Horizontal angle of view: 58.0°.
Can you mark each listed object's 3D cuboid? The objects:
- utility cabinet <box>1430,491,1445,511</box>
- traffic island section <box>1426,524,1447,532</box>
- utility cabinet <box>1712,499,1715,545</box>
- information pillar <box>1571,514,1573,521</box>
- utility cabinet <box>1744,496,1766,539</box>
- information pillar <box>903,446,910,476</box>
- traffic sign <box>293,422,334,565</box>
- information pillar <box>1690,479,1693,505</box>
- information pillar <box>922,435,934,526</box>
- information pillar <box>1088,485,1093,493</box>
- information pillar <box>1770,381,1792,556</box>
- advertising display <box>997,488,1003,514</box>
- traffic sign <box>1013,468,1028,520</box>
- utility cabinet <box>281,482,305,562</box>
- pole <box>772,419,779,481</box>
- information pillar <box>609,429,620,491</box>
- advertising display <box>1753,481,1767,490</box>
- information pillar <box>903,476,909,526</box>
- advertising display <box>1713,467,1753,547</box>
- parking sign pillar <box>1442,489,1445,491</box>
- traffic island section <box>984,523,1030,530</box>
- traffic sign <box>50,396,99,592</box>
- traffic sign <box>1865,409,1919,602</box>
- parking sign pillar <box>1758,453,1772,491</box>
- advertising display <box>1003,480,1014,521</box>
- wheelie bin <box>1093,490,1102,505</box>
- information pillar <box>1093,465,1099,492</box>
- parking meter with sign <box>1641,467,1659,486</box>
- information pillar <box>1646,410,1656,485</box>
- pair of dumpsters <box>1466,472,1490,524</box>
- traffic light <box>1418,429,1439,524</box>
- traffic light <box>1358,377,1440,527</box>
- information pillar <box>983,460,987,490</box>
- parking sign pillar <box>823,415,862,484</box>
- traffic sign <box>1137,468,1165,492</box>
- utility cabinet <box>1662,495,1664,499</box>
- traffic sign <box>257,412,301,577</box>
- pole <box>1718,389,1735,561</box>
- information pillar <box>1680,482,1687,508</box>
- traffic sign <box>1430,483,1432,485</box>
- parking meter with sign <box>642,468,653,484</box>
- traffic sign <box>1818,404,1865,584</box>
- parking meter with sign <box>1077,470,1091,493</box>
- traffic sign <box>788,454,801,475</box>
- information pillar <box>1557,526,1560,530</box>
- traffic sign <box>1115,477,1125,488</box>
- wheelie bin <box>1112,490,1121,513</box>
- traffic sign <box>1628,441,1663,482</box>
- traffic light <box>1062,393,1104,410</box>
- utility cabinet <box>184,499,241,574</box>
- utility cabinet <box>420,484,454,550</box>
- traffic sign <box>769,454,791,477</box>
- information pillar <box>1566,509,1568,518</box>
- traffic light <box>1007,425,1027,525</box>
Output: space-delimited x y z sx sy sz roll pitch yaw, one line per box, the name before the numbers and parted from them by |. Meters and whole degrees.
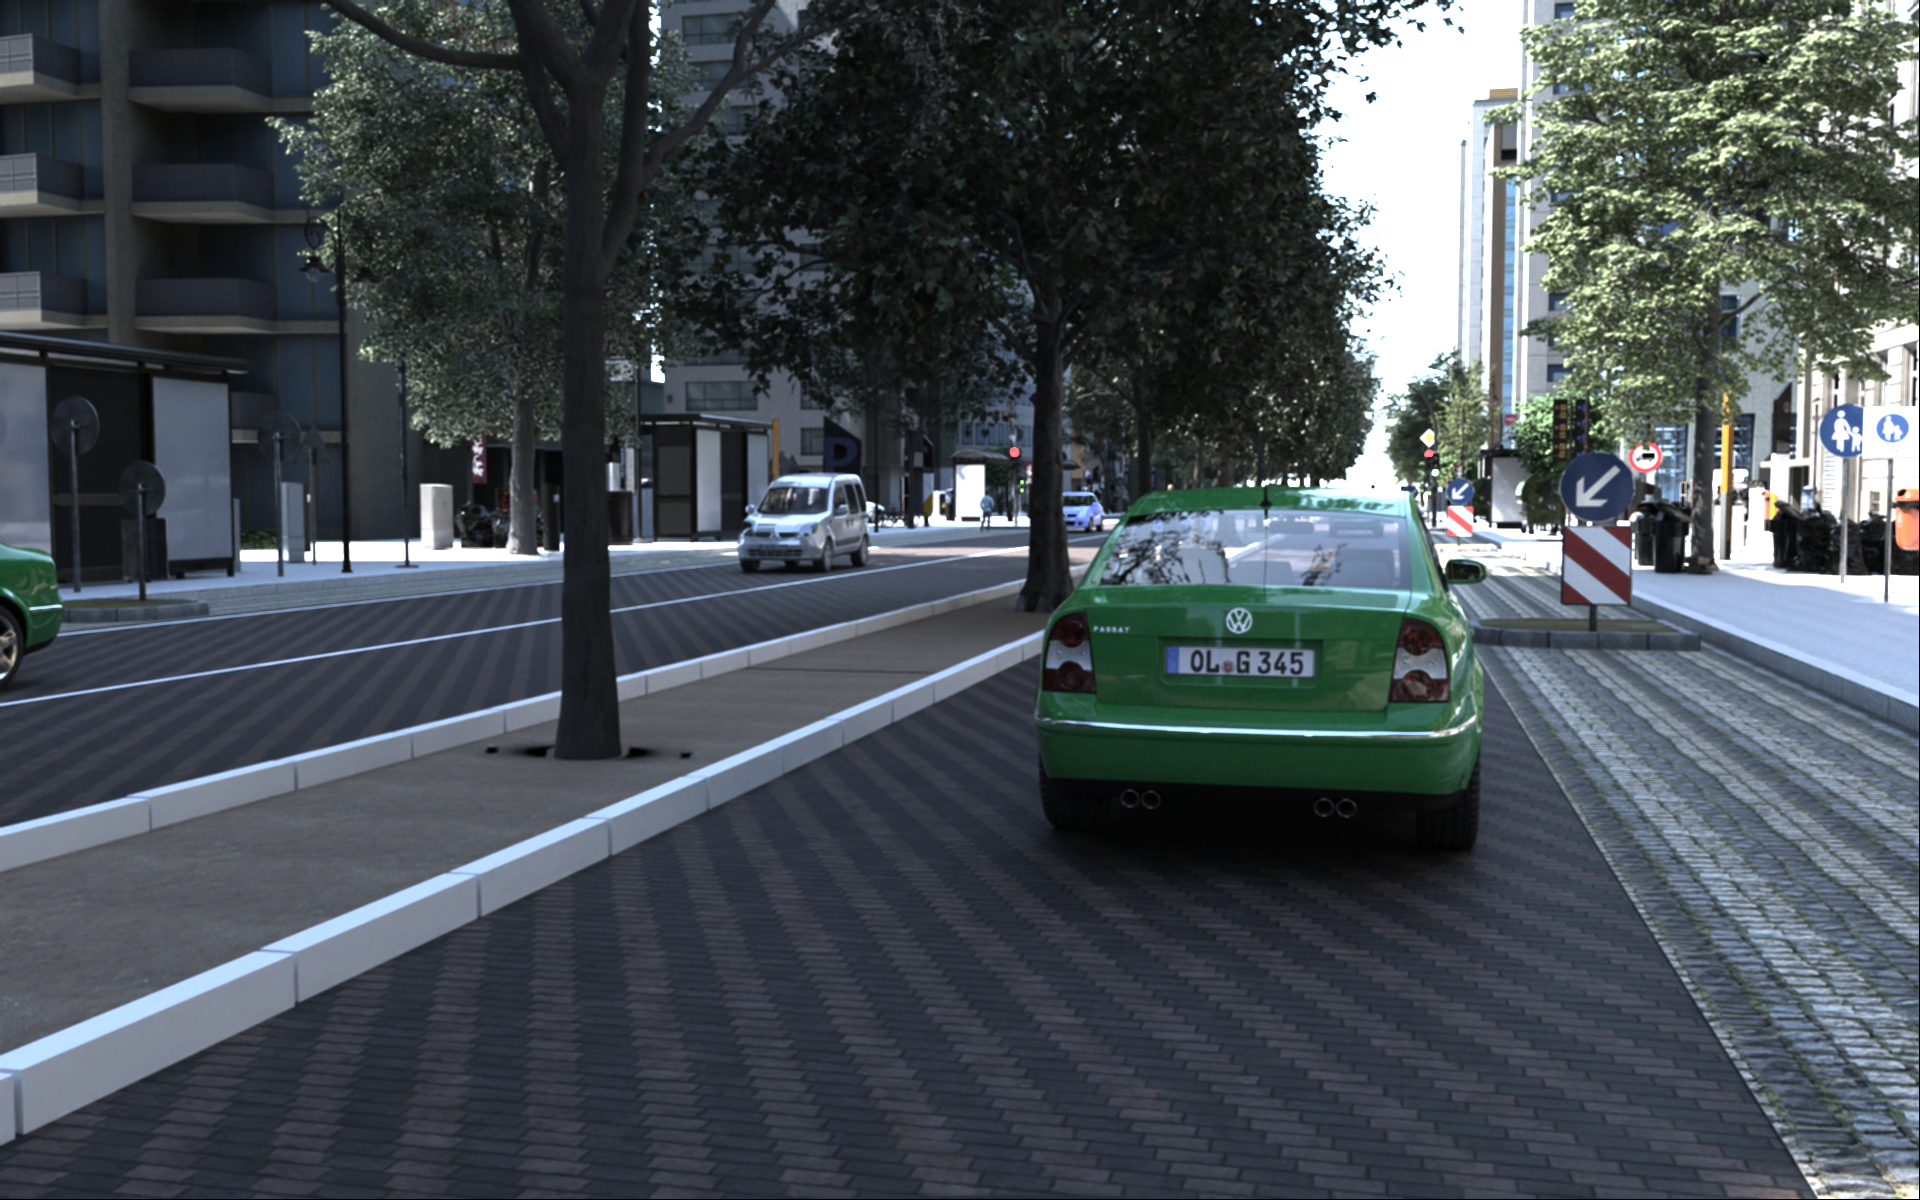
utility cabinet | 36.257 -7.518 131.600 1.173 1.500 0.318 1 4 16
traffic island section | 18.352 -2.735 66.991 2.009 0.180 2.903 1 4 13
utility cabinet | 14.643 -1.399 34.032 0.306 1.237 1.020 1 4 19
information pillar | 29.281 -4.770 82.485 0.304 2.012 0.304 1 4 17
utility cabinet | 22.479 -2.350 49.587 1.020 1.237 0.306 2 4 31
information pillar | -2.633 -5.754 85.433 0.183 3.616 0.504 3 5 41
traffic sign | -11.656 -1.908 31.196 0.884 2.594 0.081 1 4 18
information pillar | 36.760 -5.033 86.774 0.304 2.012 0.304 1 4 13
information pillar | -1.270 -4.749 68.997 0.504 3.616 0.183 3 5 41
information pillar | 11.139 -8.772 147.912 0.304 2.012 0.304 0 4 -8
information pillar | 16.929 -2.713 35.711 0.504 3.616 0.183 -2 4 -30
advertising display | 2.573 -6.393 109.747 0.123 1.923 0.974 1 4 21
traffic sign | 2.940 -5.189 84.952 0.768 2.556 0.104 1 4 19
utility cabinet | -12.571 -1.465 32.628 0.318 1.500 1.173 -2 4 -28
pole | -5.004 -3.255 47.060 0.158 3.312 0.155 0 3 0
information pillar | -9.134 -3.330 45.803 0.183 3.616 0.504 1 4 14
advertising display | 38.161 -4.751 82.896 0.123 1.923 0.974 -1 4 -23
information pillar | -2.099 -4.024 70.278 0.304 2.012 0.304 2 4 31
advertising display | 18.688 -2.261 42.186 0.974 1.923 0.123 2 4 34
parking sign pillar | 40.858 -9.563 144.828 1.447 3.967 1.447 -3 4 -37
traffic island section | 2.268 -2.970 70.846 2.009 0.180 2.903 1 4 13
traffic sign | -11.527 -1.372 22.538 0.768 2.556 0.104 1 4 16
traffic sign | 11.021 -1.126 20.540 0.606 2.300 0.079 1 4 17
parking sign pillar | 51.241 -7.423 109.840 1.447 3.967 1.447 -1 4 -12
advertising display | 2.567 -5.200 90.240 0.123 1.923 0.974 -1 4 -13
wheelie bin | 9.449 -6.831 119.598 0.693 1.594 0.980 1 4 15
information pillar | 10.826 -8.972 138.042 0.504 3.616 0.183 0 4 2
parking meter with sign | 37.552 -6.069 95.491 1.738 3.016 0.543 2 4 25
information pillar | 18.553 -3.376 46.555 0.183 3.616 0.504 3 4 37
pair of dumpsters | 23.199 -4.549 76.877 1.574 2.255 4.437 1 4 14
traffic light | 20.181 -5.243 74.651 0.839 4.253 0.868 1 4 13
traffic light | 16.260 -5.662 67.234 4.771 5.953 1.251 1 4 13
information pillar | 1.628 -7.513 114.199 0.183 3.616 0.504 -2 4 -32
parking sign pillar | -4.004 -4.317 59.048 1.447 3.967 1.447 0 4 3
traffic sign | 15.052 -8.737 136.716 2.265 3.308 0.079 1 4 18
utility cabinet | 37.870 -5.049 93.705 0.306 1.237 1.020 2 4 27
traffic sign | -10.575 -1.638 26.888 0.768 2.556 0.104 1 4 14
pole | 14.714 -2.409 33.223 0.158 3.312 0.155 0 3 0
information pillar | 44.071 -6.175 105.460 0.304 2.012 0.304 3 5 41
traffic sign | 33.604 -7.515 122.968 0.768 2.556 0.104 1 4 22
parking meter with sign | -15.498 -5.504 86.257 0.543 3.016 1.738 -3 5 -39
traffic sign | 12.552 -1.495 24.555 0.768 2.556 0.104 1 4 16
parking meter with sign | 8.983 -8.068 128.176 0.543 3.016 1.738 -2 4 -27
traffic sign | -5.512 -3.479 56.886 0.884 2.594 0.081 1 4 19
information pillar | 21.471 -4.328 62.117 0.183 3.616 0.504 2 4 24
traffic sign | 11.638 -7.717 126.273 0.768 2.556 0.104 1 4 20
wheelie bin | 10.797 -6.818 119.379 0.693 1.594 0.980 0 4 -5
traffic sign | 16.460 -2.541 41.649 0.768 2.556 0.104 1 4 23
traffic light | 6.225 -6.321 78.013 4.771 5.953 1.251 1 4 13
utility cabinet | -12.200 -1.034 28.075 0.306 1.237 1.020 2 4 34
utility cabinet | -11.950 -1.893 39.626 0.318 1.500 1.173 0 4 5
traffic sign | -5.803 -3.392 55.571 0.768 2.556 0.104 1 4 17
information pillar | 31.995 -6.137 91.695 0.504 3.616 0.183 -2 4 -24
traffic light | 2.304 -5.002 70.703 0.839 4.253 0.868 1 4 13
